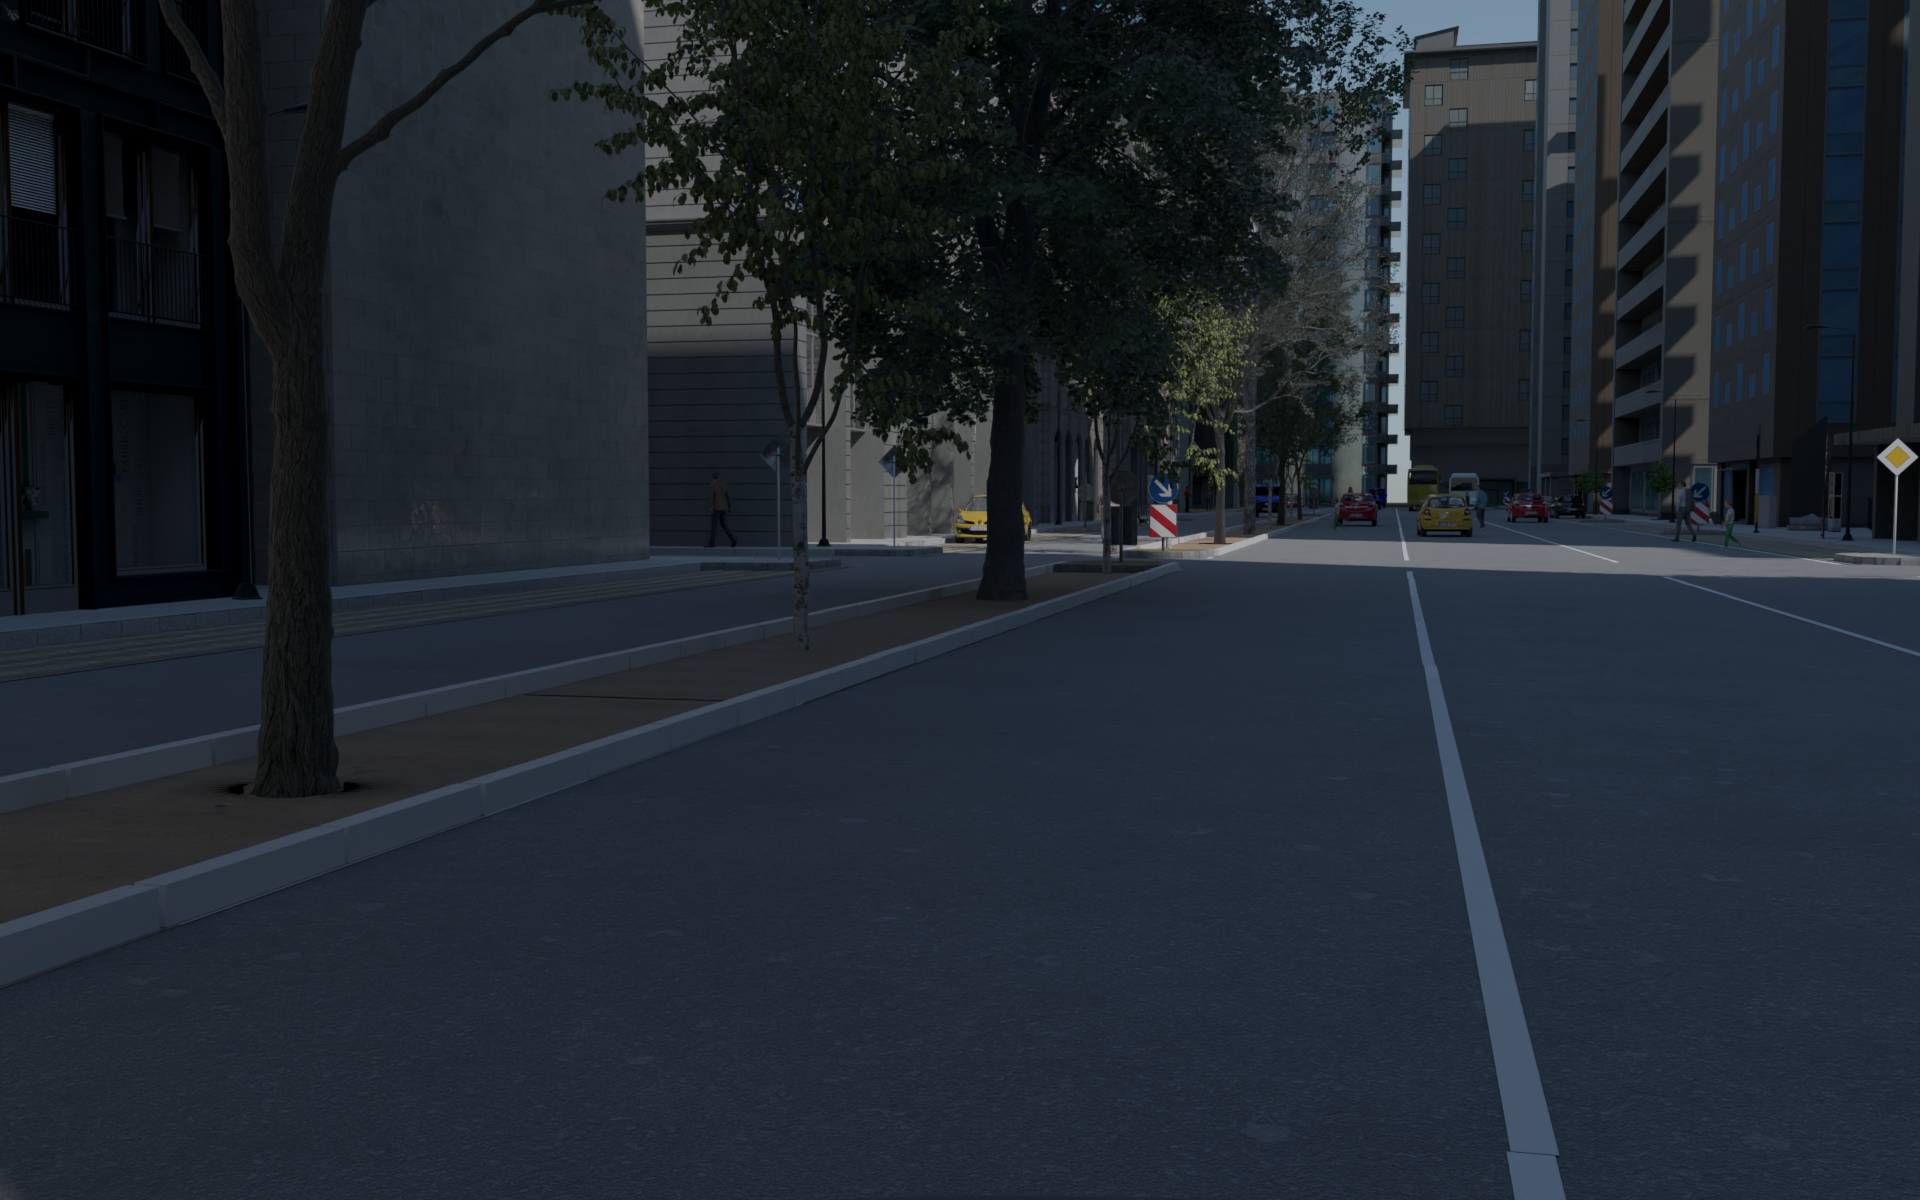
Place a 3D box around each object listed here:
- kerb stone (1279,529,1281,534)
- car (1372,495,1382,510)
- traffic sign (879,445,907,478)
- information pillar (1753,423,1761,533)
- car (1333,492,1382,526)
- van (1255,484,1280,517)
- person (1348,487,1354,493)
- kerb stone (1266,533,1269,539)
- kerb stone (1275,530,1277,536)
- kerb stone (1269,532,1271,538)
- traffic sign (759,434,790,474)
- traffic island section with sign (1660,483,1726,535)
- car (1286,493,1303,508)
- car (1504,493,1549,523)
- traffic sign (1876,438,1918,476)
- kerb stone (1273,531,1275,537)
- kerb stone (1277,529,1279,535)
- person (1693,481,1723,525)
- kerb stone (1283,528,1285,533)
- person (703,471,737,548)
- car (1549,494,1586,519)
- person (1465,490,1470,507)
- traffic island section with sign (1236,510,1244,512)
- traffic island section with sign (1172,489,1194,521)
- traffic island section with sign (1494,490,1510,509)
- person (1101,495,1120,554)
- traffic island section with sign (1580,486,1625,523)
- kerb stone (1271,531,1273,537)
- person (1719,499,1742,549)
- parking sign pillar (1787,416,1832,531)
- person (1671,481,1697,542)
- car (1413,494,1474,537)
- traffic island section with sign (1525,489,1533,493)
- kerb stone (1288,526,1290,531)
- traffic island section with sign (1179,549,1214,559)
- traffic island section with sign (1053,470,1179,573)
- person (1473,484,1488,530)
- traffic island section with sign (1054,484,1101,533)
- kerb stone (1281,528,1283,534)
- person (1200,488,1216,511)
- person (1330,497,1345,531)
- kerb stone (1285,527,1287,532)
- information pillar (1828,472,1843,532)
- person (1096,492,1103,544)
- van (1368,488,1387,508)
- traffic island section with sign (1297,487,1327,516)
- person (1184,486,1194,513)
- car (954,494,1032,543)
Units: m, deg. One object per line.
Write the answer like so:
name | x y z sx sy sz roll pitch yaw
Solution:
kerb stone | 11.012 -2.331 60.397 0.120 0.150 1.000 1 4 14
car | 37.404 -8.863 157.489 1.945 1.354 3.894 1 4 14
traffic sign | -1.576 -2.388 41.241 0.795 2.593 0.064 1 4 14
information pillar | 26.252 -4.015 57.002 0.183 3.616 0.504 2 4 28
car | 17.930 -4.230 78.205 2.155 1.783 4.494 1 4 14
van | 19.125 -6.295 107.301 2.240 2.365 5.245 1 4 13
person | 20.397 -5.019 90.563 0.555 1.821 0.388 0 4 -2
kerb stone | 9.525 -1.968 54.433 0.120 0.150 1.000 1 4 14
kerb stone | 10.524 -2.215 58.408 0.120 0.150 1.000 1 4 14
kerb stone | 9.777 -2.032 55.424 0.120 0.150 1.000 1 4 14
traffic sign | -3.514 -1.915 33.494 0.795 2.593 0.064 1 4 14
traffic island section with sign | 25.716 -3.192 60.810 1.989 1.847 2.006 1 4 14
car | 29.836 -8.992 156.054 2.155 1.783 4.494 1 4 12
car | 28.854 -4.837 88.121 2.155 1.783 4.494 1 4 13
traffic sign | 19.467 -2.066 35.977 0.795 2.593 0.064 1 4 14
kerb stone | 10.268 -2.154 57.418 0.120 0.150 1.000 1 4 14
kerb stone | 10.768 -2.276 59.404 0.120 0.150 1.000 1 4 14
person | 30.555 -3.950 70.849 1.509 1.804 0.699 -1 4 -13
kerb stone | 11.509 -2.458 62.385 0.120 0.150 1.000 1 4 14
person | -5.732 -2.172 41.463 0.836 1.842 0.656 1 4 13
car | 35.749 -5.636 101.927 2.009 1.686 4.222 1 4 13
person | 42.888 -8.375 146.159 0.721 1.736 1.217 0 4 5
traffic island section with sign | 23.415 -8.033 139.964 1.989 1.847 2.006 1 4 14
traffic island section with sign | 11.308 -5.072 91.561 1.989 1.847 2.006 1 4 14
traffic island section with sign | 51.102 -9.404 162.389 1.989 1.847 2.006 1 4 14
person | 3.568 -2.002 41.425 0.606 1.804 0.583 2 4 35
traffic island section with sign | 32.254 -4.795 87.021 1.989 1.847 2.006 1 4 14
kerb stone | 10.032 -2.089 56.414 0.120 0.150 1.000 1 4 14
person | 20.149 -1.988 45.253 0.590 1.304 0.306 0 4 1
parking sign pillar | 29.853 -4.420 60.747 1.447 3.967 1.447 -2 4 -26
person | 21.753 -2.652 51.956 0.679 1.850 0.850 -2 4 -28
car | 16.534 -2.992 59.150 2.015 1.641 3.980 1 4 12
traffic island section with sign | 44.487 -7.787 135.946 1.989 1.847 2.006 1 4 14
kerb stone | 12.266 -2.641 65.375 0.120 0.150 1.000 1 4 14
traffic island section with sign | 4.708 -1.911 39.389 2.006 1.907 1.989 1 4 14
traffic island section with sign | 2.901 -1.472 32.205 2.006 1.907 1.989 1 4 14
person | 20.673 -3.676 68.623 0.660 1.820 0.620 -3 4 -37
traffic island section with sign | 4.699 -3.454 65.104 1.989 1.847 2.006 1 4 14
kerb stone | 11.263 -2.396 61.388 0.120 0.150 1.000 1 4 14
person | 18.748 -7.581 130.718 1.217 1.743 0.721 1 4 19
person | 14.490 -3.283 66.426 0.590 1.304 0.306 0 4 0
kerb stone | 11.772 -2.518 63.373 0.120 0.150 1.000 1 4 14
information pillar | 29.444 -3.289 58.270 0.304 2.012 0.304 0 4 -4
person | 4.248 -2.528 50.105 0.678 1.792 0.850 1 4 12
van | 43.627 -10.825 181.376 2.240 2.365 5.245 1 4 13
traffic island section with sign | 22.931 -6.370 112.293 2.006 1.907 1.989 1 4 14
person | 15.589 -6.880 118.471 0.705 1.831 1.348 2 4 35
car | 0.982 -2.505 51.176 2.015 1.641 3.980 1 4 13
